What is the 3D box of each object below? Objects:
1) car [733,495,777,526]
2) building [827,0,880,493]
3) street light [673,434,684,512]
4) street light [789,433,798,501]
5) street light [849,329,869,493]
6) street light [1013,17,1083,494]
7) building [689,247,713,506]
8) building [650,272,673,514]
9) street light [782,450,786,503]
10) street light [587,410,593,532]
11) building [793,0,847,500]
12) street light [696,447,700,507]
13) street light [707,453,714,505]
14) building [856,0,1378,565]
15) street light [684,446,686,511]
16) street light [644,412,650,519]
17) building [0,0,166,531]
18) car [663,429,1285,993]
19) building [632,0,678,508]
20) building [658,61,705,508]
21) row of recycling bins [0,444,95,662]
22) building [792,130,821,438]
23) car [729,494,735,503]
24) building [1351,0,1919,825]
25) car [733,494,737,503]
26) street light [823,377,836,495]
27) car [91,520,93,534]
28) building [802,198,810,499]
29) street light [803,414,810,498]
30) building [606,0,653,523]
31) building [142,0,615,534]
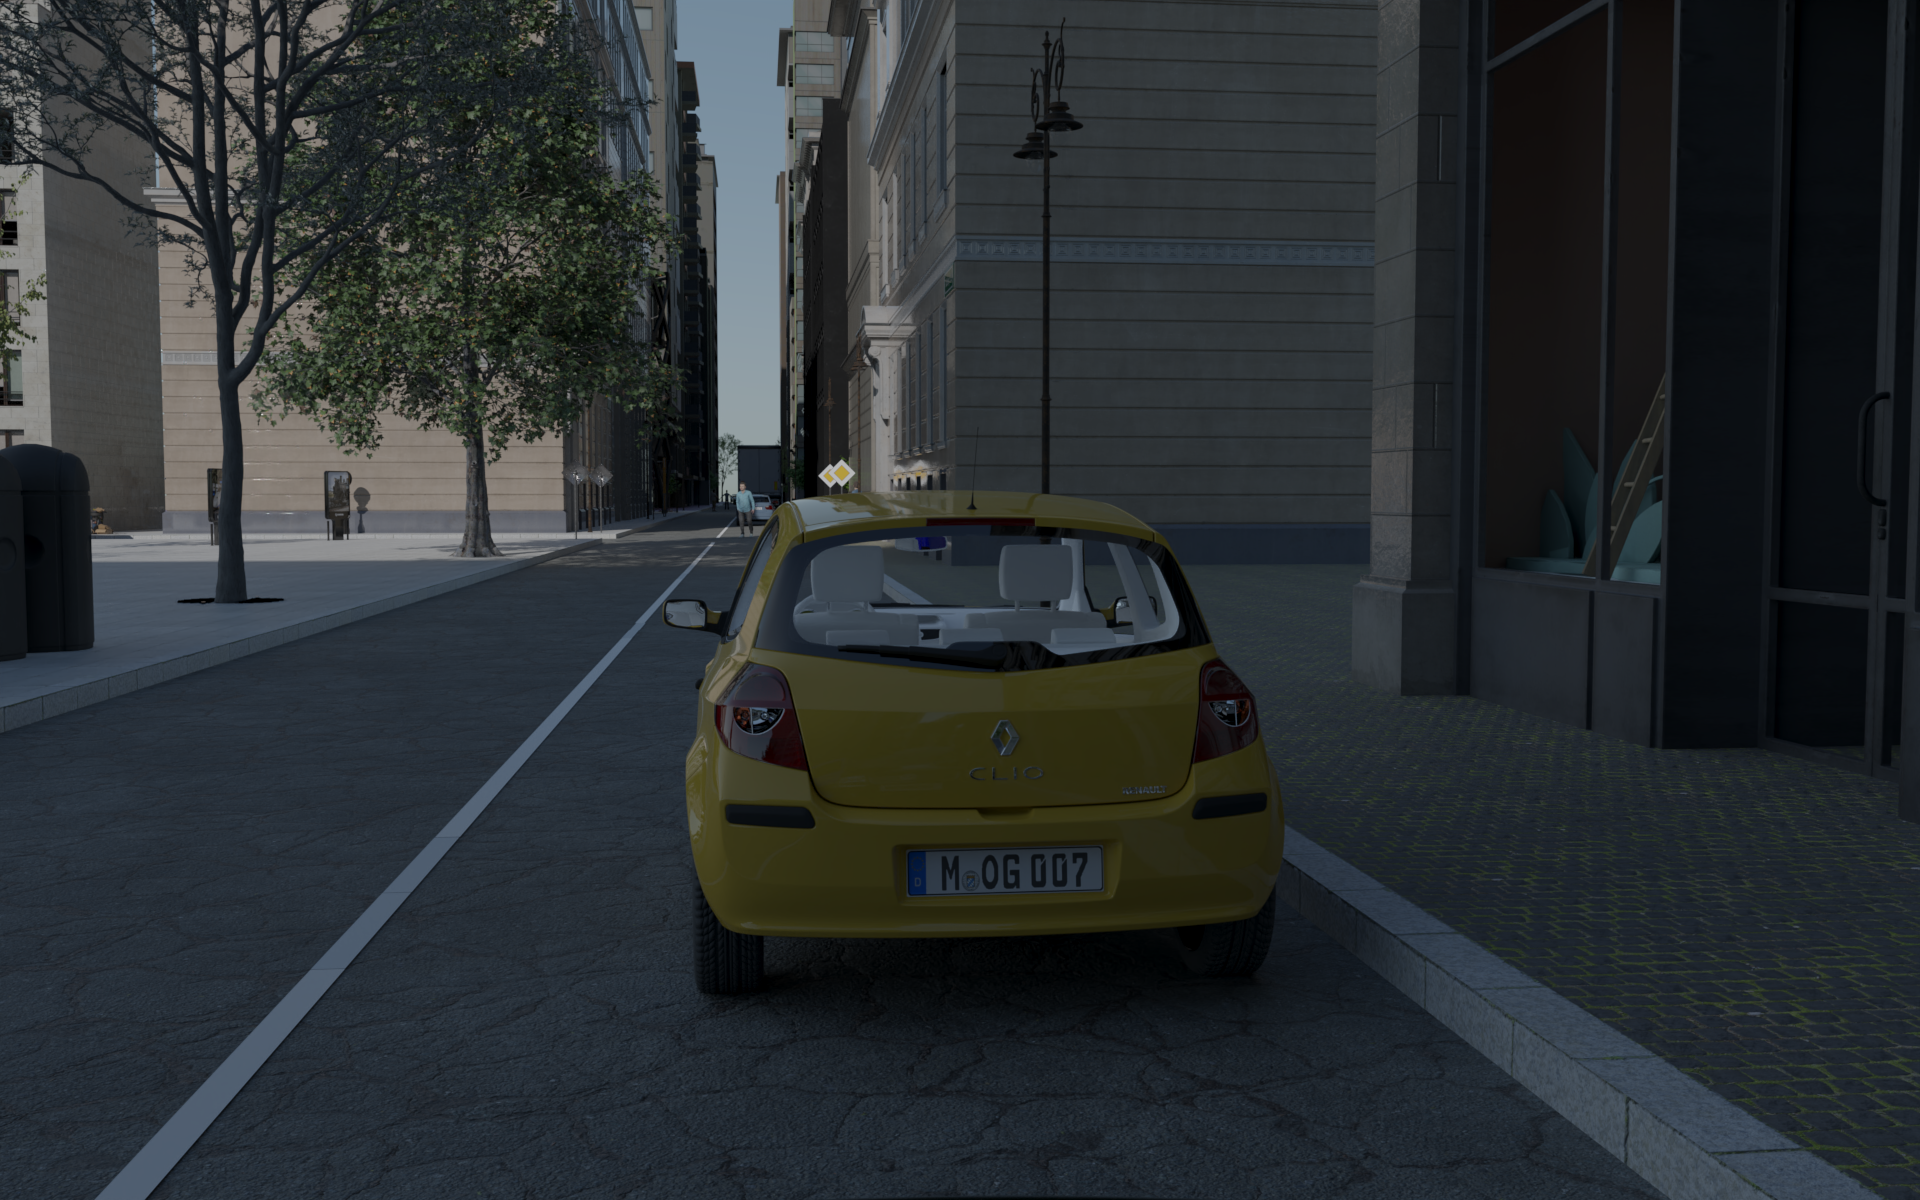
[{"bbox_3d":[-9.438,-4.149,79.838,2.014,1.417,4.499,0,4,-8],"label":"car"},{"bbox_3d":[10.257,-14.298,67.056,30.059,22.955,16.112,0,4,-7],"label":"building"},{"bbox_3d":[-19.707,-9.033,120.474,0.468,5.910,1.993,0,4,-7],"label":"street light"},{"bbox_3d":[-12.511,-9.719,131.695,0.468,5.910,1.993,0,4,-7],"label":"street light"},{"bbox_3d":[-2.836,-4.641,48.676,0.468,5.910,1.993,0,4,-7],"label":"street light"},{"bbox_3d":[0.868,-2.732,17.457,0.468,5.910,1.993,0,4,-7],"label":"street light"},{"bbox_3d":[-35.437,-25.838,194.148,14.160,30.474,14.107,0,4,-7],"label":"building"},{"bbox_3d":[-27.406,-15.023,113.085,16.820,18.784,16.811,0,4,-7],"label":"building"},{"bbox_3d":[-17.877,-12.477,176.782,0.468,5.910,1.993,0,4,-7],"label":"street light"},{"bbox_3d":[-12.374,-5.197,57.762,0.468,5.910,1.993,0,4,-7],"label":"street light"},{"bbox_3d":[-6.887,-28.238,145.289,14.154,41.232,14.086,0,4,-7],"label":"building"},{"bbox_3d":[-24.971,-11.777,165.338,0.468,5.910,1.993,0,4,-7],"label":"street light"},{"bbox_3d":[-28.526,-13.687,196.574,0.468,5.910,1.993,0,4,-7],"label":"street light"},{"bbox_3d":[4.891,-15.565,40.391,13.634,28.700,20.117,0,4,-7],"label":"building"},{"bbox_3d":[-21.428,-9.866,134.100,0.468,5.910,1.993,0,4,-7],"label":"street light"},{"bbox_3d":[-16.058,-7.107,88.984,0.468,5.910,1.993,0,4,-7],"label":"street light"},{"bbox_3d":[-37.463,-12.438,58.109,16.860,20.320,10.420,0,4,-7],"label":"building"},{"bbox_3d":[-0.117,0.229,6.477,2.015,1.641,3.980,0,4,-7],"label":"car"},{"bbox_3d":[-37.282,-33.890,143.339,28.713,52.752,27.495,0,4,-7],"label":"building"},{"bbox_3d":[-36.933,-31.640,171.944,22.147,44.769,28.867,0,4,-7],"label":"building"},{"bbox_3d":[-7.876,-0.357,12.952,1.069,1.692,3.534,1,4,13],"label":"row of recycling bins"},{"bbox_3d":[-4.374,-20.399,120.917,14.401,28.519,23.554,0,4,-7],"label":"building"},{"bbox_3d":[-34.522,-15.607,266.966,2.131,1.459,4.920,0,4,-8],"label":"car"},{"bbox_3d":[7.252,-9.758,10.459,10.553,20.767,40.483,0,4,-7],"label":"building"},{"bbox_3d":[-32.122,-14.685,251.897,2.131,1.459,4.920,-1,4,-8],"label":"car"},{"bbox_3d":[-5.165,-5.871,68.782,0.468,5.910,1.993,0,4,-7],"label":"street light"},{"bbox_3d":[-28.482,-2.396,51.540,4.827,1.381,2.083,0,4,-6],"label":"car"},{"bbox_3d":[-2.747,-16.584,100.820,12.332,23.373,15.834,0,4,-7],"label":"building"},{"bbox_3d":[-8.806,-7.799,100.302,0.468,5.910,1.993,0,4,-7],"label":"street light"},{"bbox_3d":[-22.428,-19.108,89.908,11.434,29.767,29.804,0,4,-7],"label":"building"},{"bbox_3d":[-20.282,-17.077,65.106,13.634,28.700,20.117,0,4,-7],"label":"building"}]
